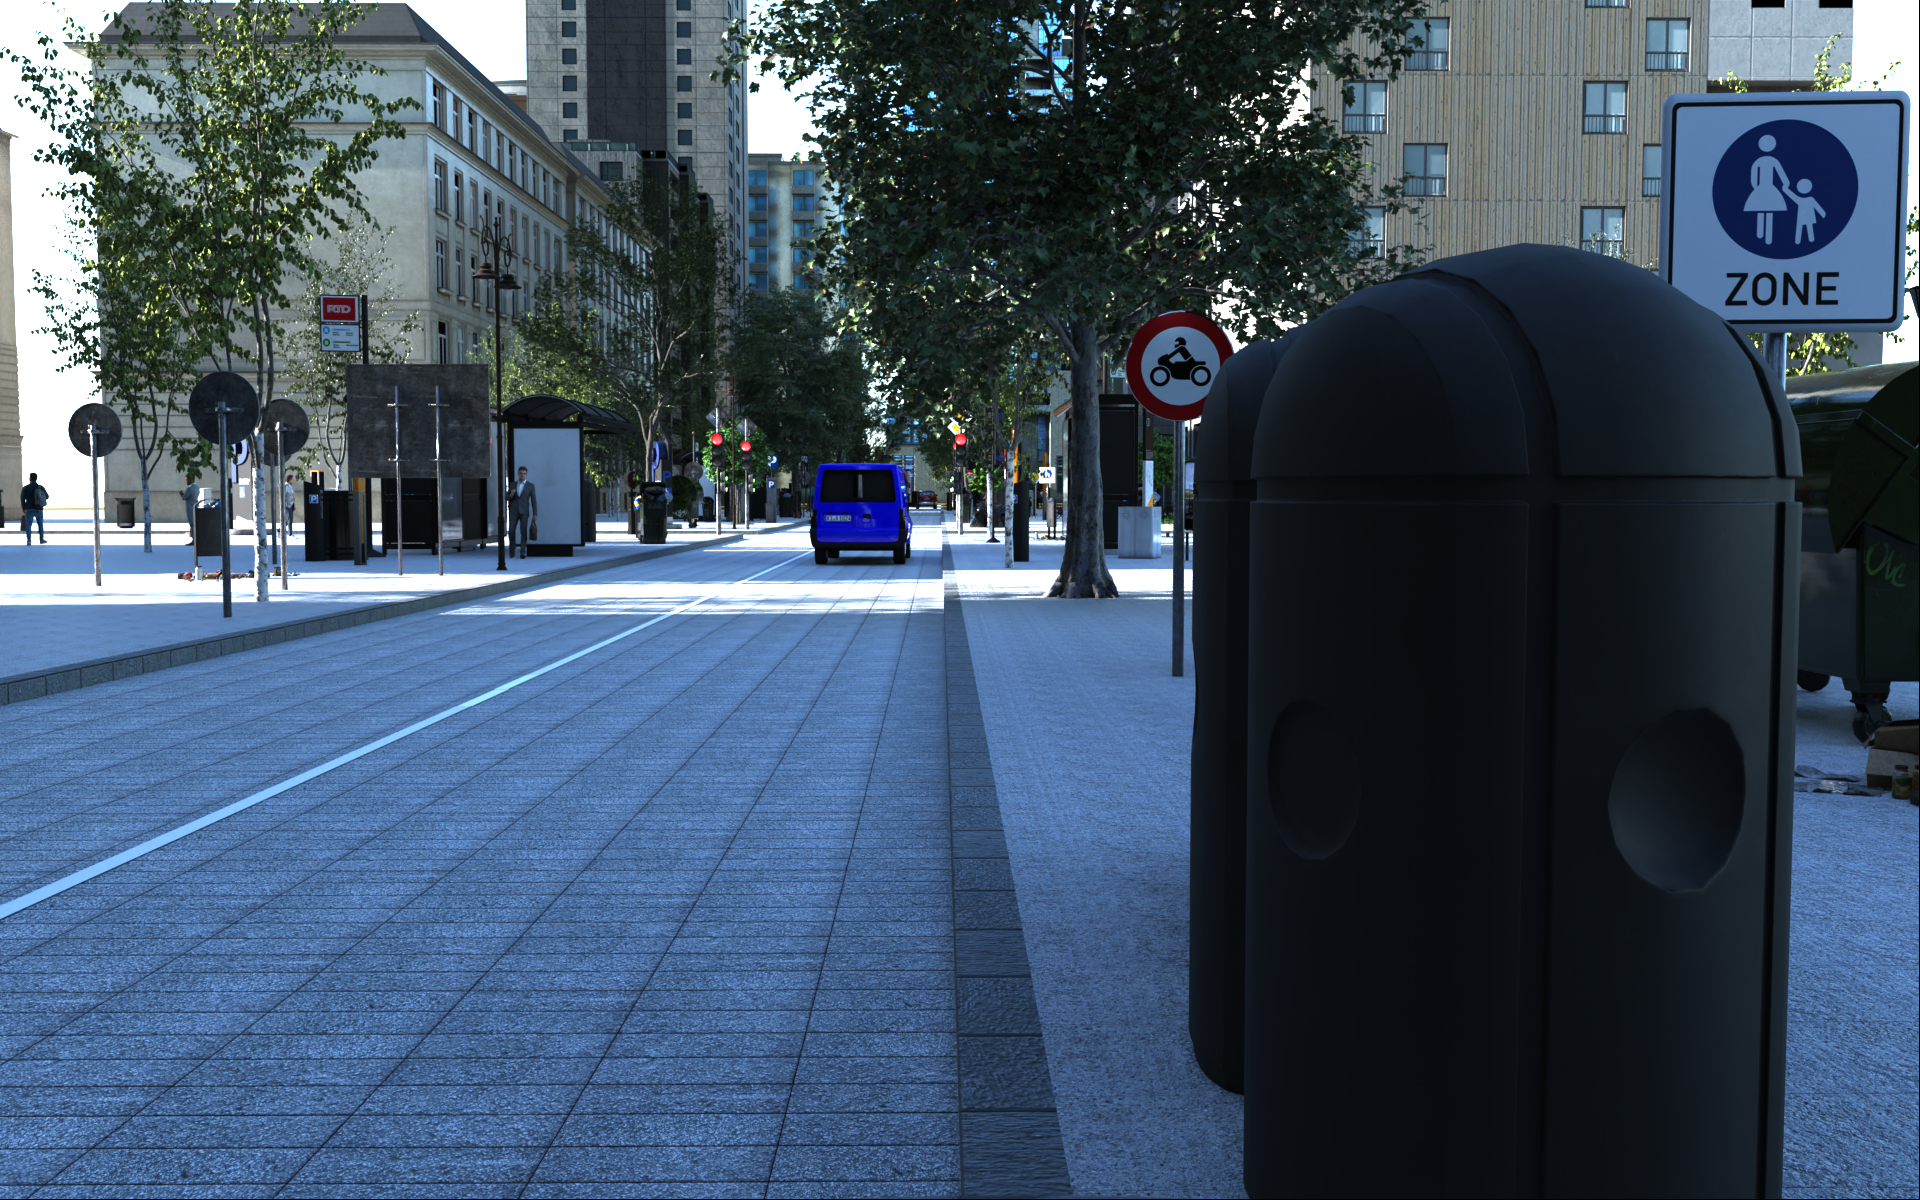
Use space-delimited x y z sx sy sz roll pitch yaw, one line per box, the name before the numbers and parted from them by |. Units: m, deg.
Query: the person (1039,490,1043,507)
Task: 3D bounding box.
person | 8.011 -9.912 169.044 0.436 1.711 0.756 -3 5 -44

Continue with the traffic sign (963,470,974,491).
traffic sign | 0.528 -5.642 92.354 0.768 2.556 0.104 0 4 8

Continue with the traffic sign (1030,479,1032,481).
traffic sign | 4.675 -6.794 111.194 0.768 2.556 0.104 0 4 5

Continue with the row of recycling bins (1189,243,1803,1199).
row of recycling bins | 1.070 0.173 4.292 1.069 1.692 3.534 0 4 7

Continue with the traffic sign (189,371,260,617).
traffic sign | -7.630 -1.092 17.966 0.768 2.556 0.104 0 4 5

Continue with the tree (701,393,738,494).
tree | -17.912 -10.363 119.794 4.737 8.622 4.395 0 3 0

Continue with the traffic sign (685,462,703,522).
traffic sign | -10.522 -4.177 68.406 0.768 2.556 0.104 0 4 5

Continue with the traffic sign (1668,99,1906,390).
traffic sign | 2.106 -0.146 4.511 0.606 2.300 0.079 0 4 4

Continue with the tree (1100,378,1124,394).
tree | 8.231 -9.284 102.163 4.737 8.622 4.395 0 3 0

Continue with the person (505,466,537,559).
person | -8.748 -1.744 34.516 0.622 1.834 0.822 -1 4 -16

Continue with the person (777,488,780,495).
person | -17.399 -9.829 166.734 0.705 1.826 1.348 -3 4 -39

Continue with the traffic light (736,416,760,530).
traffic light | -7.646 -4.487 62.283 0.839 4.253 0.868 0 4 -1

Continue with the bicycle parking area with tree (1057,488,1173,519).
bicycle parking area with tree | 8.998 -6.381 91.330 8.231 4.147 9.016 -3 5 -40

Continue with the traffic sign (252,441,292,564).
traffic sign | -12.557 -1.930 31.663 0.768 2.556 0.104 0 4 0

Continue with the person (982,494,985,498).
person | 2.519 -8.794 150.644 1.217 1.723 0.721 -1 4 -17

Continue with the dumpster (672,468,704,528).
dumpster | -10.566 -3.851 65.464 1.502 2.255 1.985 0 4 -1

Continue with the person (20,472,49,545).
person | -23.141 -2.273 43.198 0.794 1.824 0.713 -1 4 -8

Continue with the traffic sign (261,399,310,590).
traffic sign | -9.050 -1.408 23.130 0.768 2.556 0.104 0 4 5

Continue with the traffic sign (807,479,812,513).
traffic sign | -10.086 -6.859 114.266 0.606 2.300 0.079 0 4 4

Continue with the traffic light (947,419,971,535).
traffic light | 0.005 -4.005 54.399 0.839 4.253 0.868 0 4 -1

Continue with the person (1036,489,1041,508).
person | 7.012 -9.269 157.601 0.705 1.823 1.348 3 5 43

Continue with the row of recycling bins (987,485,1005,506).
row of recycling bins | 1.943 -4.050 73.333 1.069 1.692 3.534 1 4 16

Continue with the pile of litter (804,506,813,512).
pile of litter | -10.479 -6.838 125.767 1.719 0.858 1.176 2 4 31

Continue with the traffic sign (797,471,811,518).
traffic sign | -8.554 -5.788 94.742 0.768 2.556 0.104 0 4 3

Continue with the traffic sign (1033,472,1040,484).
traffic sign | 4.071 -5.688 92.734 0.795 2.593 0.064 0 4 7

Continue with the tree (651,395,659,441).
tree | -20.177 -9.182 100.484 4.737 8.622 4.395 0 3 0

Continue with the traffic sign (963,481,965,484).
traffic sign | 0.477 -6.248 102.253 0.768 2.556 0.104 0 4 4

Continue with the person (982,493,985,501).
person | 2.497 -10.972 186.228 0.721 1.735 1.217 -1 4 -13

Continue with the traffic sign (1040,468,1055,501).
traffic sign | 3.353 -3.933 66.435 0.606 2.300 0.079 0 4 5

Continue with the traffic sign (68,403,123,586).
traffic sign | -12.052 -1.470 24.146 0.768 2.556 0.104 0 4 2

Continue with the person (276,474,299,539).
person | -19.377 -2.683 49.763 0.795 1.843 0.661 0 4 3

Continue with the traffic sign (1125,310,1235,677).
traffic sign | 1.535 -0.735 12.127 0.768 2.556 0.104 0 4 5

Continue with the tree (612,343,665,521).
tree | -16.365 -8.020 81.490 4.360 8.622 3.978 0 3 0

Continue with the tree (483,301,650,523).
tree | -14.472 -6.961 64.182 4.737 8.622 4.395 0 3 0

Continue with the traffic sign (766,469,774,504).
traffic sign | -9.827 -5.387 88.190 0.768 2.556 0.104 0 4 6

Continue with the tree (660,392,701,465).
tree | -19.313 -9.509 105.842 4.737 8.622 4.395 0 3 0

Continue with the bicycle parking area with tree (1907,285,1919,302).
bicycle parking area with tree | 14.504 -2.115 21.587 9.016 4.147 8.231 -1 4 -12

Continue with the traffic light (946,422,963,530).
traffic light | -0.085 -4.493 62.384 0.839 4.253 0.868 0 4 -1

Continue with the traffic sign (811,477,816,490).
traffic sign | -10.711 -7.817 127.917 0.768 2.556 0.104 0 4 5

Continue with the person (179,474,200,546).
person | -19.244 -2.266 43.275 0.466 1.800 0.511 -1 4 -15

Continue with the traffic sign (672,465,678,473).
traffic sign | -12.699 -4.635 75.886 0.768 2.556 0.104 0 3 0

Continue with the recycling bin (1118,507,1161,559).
recycling bin | 3.600 -1.353 34.678 0.722 1.027 0.722 1 4 21

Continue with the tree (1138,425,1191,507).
tree | 9.349 -6.023 82.186 4.285 4.588 4.351 0 3 0

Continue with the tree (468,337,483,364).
tree | -19.756 -7.714 76.487 4.737 8.622 4.395 0 3 0

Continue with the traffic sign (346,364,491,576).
traffic sign | -8.477 -2.034 27.135 2.265 3.308 0.079 0 4 2

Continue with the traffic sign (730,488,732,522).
traffic sign | -10.544 -4.861 79.575 0.768 2.556 0.104 0 4 2

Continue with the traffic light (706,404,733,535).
traffic light | -7.555 -3.999 54.298 0.839 4.253 0.868 0 4 -1

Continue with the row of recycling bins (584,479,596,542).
row of recycling bins | -10.641 -2.334 45.270 1.069 1.692 3.534 1 4 16

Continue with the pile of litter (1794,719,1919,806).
pile of litter | 4.444 0.401 7.411 1.719 0.858 1.176 2 4 35

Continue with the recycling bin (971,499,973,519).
recycling bin | 0.307 -4.756 90.315 0.722 1.027 0.722 0 4 1
